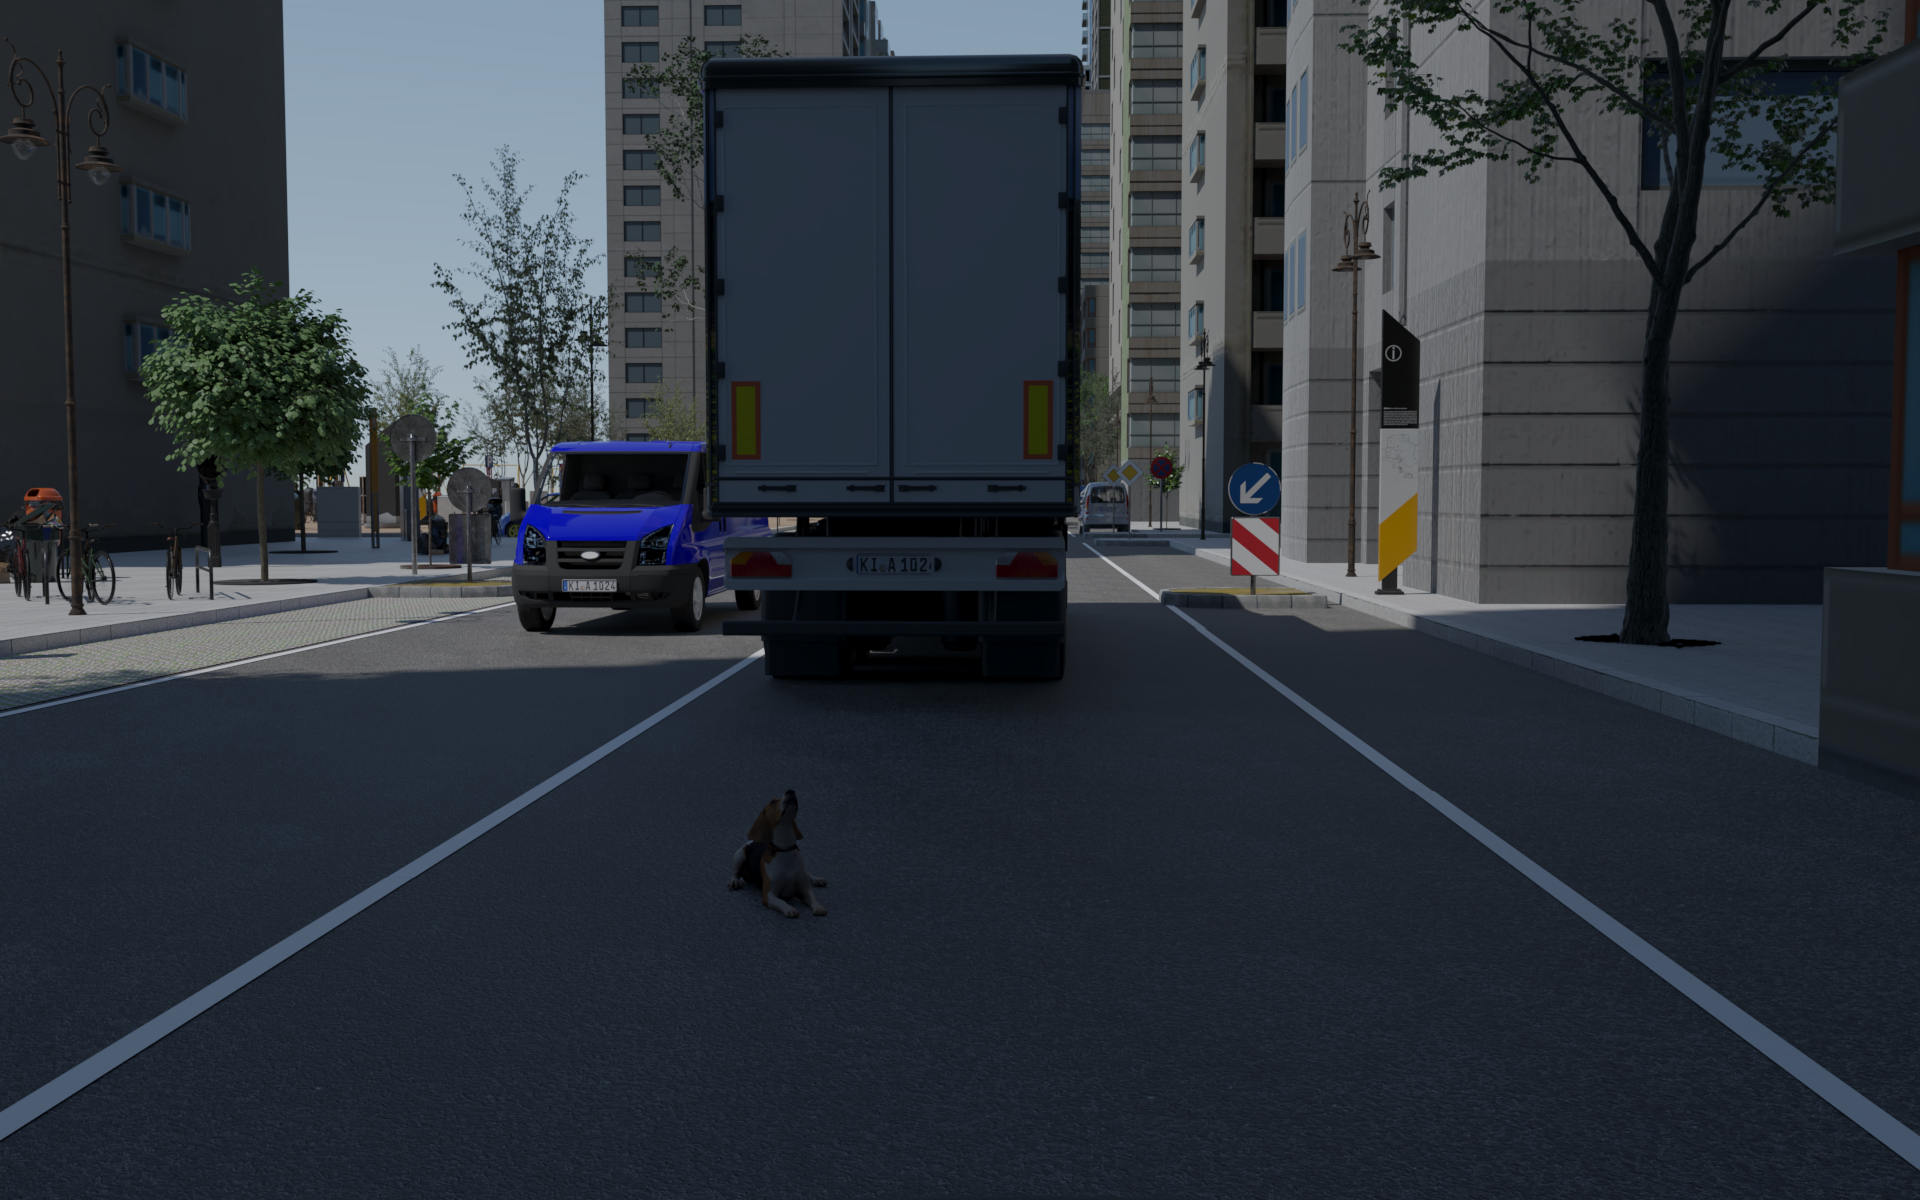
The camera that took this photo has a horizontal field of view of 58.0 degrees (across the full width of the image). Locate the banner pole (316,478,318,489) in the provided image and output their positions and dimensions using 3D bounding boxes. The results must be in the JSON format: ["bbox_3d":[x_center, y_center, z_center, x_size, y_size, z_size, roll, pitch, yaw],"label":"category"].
[{"bbox_3d":[-46.990,-8.403,127.410,0.863,3.779,0.401,0,4,4],"label":"banner pole"}]

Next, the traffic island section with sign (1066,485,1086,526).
[{"bbox_3d":[5.484,-4.346,79.686,1.989,1.847,2.006,0,4,2],"label":"traffic island section with sign"}]

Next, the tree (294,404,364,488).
[{"bbox_3d":[-27.909,-7.367,70.815,4.737,8.622,4.395,0,3,0],"label":"tree"}]

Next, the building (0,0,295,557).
[{"bbox_3d":[-28.888,-25.173,35.276,21.600,48.544,21.300,0,4,2],"label":"building"}]

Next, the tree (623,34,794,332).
[{"bbox_3d":[-7.391,-13.081,69.770,12.611,20.169,13.585,0,3,0],"label":"tree"}]

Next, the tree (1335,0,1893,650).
[{"bbox_3d":[6.015,-5.423,14.427,9.928,11.665,9.643,0,3,0],"label":"tree"}]

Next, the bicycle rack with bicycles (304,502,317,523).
[{"bbox_3d":[-28.939,-3.895,77.063,2.925,0.926,2.852,2,4,34],"label":"bicycle rack with bicycles"}]

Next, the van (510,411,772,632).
[{"bbox_3d":[-3.524,-0.945,19.830,2.240,2.365,5.245,0,4,4],"label":"van"}]

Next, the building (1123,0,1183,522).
[{"bbox_3d":[14.981,-24.575,85.402,14.154,41.232,14.086,0,4,2],"label":"building"}]

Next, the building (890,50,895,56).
[{"bbox_3d":[-15.491,-34.896,194.254,21.300,48.544,21.600,0,4,2],"label":"building"}]

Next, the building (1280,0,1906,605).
[{"bbox_3d":[16.985,-29.971,32.033,21.231,58.520,28.212,0,4,2],"label":"building"}]

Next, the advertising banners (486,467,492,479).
[{"bbox_3d":[-28.807,-6.850,108.181,2.074,3.025,0.090,2,4,27],"label":"advertising banners"}]

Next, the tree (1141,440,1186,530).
[{"bbox_3d":[7.327,-4.149,62.442,1.663,3.219,1.824,0,3,0],"label":"tree"}]

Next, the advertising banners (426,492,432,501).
[{"bbox_3d":[-27.690,-5.713,89.594,0.090,3.025,2.074,0,4,1],"label":"advertising banners"}]

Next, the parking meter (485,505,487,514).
[{"bbox_3d":[-27.684,-5.701,101.622,0.372,1.533,0.369,0,3,0],"label":"parking meter"}]

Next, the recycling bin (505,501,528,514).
[{"bbox_3d":[-15.806,-3.011,61.779,0.722,1.027,0.722,0,4,-5],"label":"recycling bin"}]

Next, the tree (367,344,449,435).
[{"bbox_3d":[-27.026,-8.182,84.131,4.737,8.622,4.395,0,3,0],"label":"tree"}]

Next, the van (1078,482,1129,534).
[{"bbox_3d":[5.097,-3.324,61.358,2.013,2.044,4.112,0,4,1],"label":"van"}]

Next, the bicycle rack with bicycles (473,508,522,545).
[{"bbox_3d":[-11.319,-1.825,43.220,2.852,0.926,2.925,0,4,5],"label":"bicycle rack with bicycles"}]

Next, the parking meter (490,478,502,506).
[{"bbox_3d":[-17.059,-3.547,63.709,0.399,1.863,0.255,0,4,7],"label":"parking meter"}]

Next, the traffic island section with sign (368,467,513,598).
[{"bbox_3d":[-7.119,-0.981,24.674,1.989,1.847,2.006,0,4,2],"label":"traffic island section with sign"}]

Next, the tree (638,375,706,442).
[{"bbox_3d":[-17.943,-9.658,108.273,4.737,8.622,4.395,0,3,0],"label":"tree"}]

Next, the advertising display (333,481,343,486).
[{"bbox_3d":[-30.083,-4.804,83.759,0.123,1.923,0.974,0,4,2],"label":"advertising display"}]

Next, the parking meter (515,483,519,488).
[{"bbox_3d":[-22.681,-5.060,88.447,0.255,1.863,0.399,1,4,8],"label":"parking meter"}]

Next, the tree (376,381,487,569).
[{"bbox_3d":[-9.290,-2.159,29.907,1.663,3.219,1.824,0,3,0],"label":"tree"}]

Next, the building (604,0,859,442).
[{"bbox_3d":[-16.632,-43.049,142.108,20.563,71.187,20.611,0,4,2],"label":"building"}]

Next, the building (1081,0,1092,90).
[{"bbox_3d":[25.379,-57.447,251.933,22.319,86.520,31.000,0,4,2],"label":"building"}]

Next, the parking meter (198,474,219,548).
[{"bbox_3d":[-17.476,-2.114,40.273,0.399,1.863,0.255,-3,4,-37],"label":"parking meter"}]

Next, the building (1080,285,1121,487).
[{"bbox_3d":[24.605,-19.107,157.439,27.650,21.520,28.899,0,4,2],"label":"building"}]

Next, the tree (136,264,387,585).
[{"bbox_3d":[-10.069,-2.522,24.953,4.285,4.588,4.351,0,3,0],"label":"tree"}]

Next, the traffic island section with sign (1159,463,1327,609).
[{"bbox_3d":[3.639,-0.857,22.643,1.989,1.847,2.006,0,4,2],"label":"traffic island section with sign"}]

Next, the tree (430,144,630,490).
[{"bbox_3d":[-8.994,-5.277,36.643,4.360,8.622,3.978,0,3,0],"label":"tree"}]

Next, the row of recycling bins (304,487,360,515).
[{"bbox_3d":[-37.954,-5.982,104.917,3.534,1.692,1.069,-2,4,-30],"label":"row of recycling bins"}]

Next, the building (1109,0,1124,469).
[{"bbox_3d":[24.267,-32.274,116.918,28.713,52.752,27.495,0,4,2],"label":"building"}]

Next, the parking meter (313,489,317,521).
[{"bbox_3d":[-30.121,-4.450,81.173,0.372,1.533,0.369,0,3,0],"label":"parking meter"}]

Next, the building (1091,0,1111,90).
[{"bbox_3d":[23.167,-46.270,194.764,20.563,71.187,20.611,0,4,2],"label":"building"}]

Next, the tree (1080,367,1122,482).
[{"bbox_3d":[8.308,-9.120,99.480,4.360,8.622,3.978,0,3,0],"label":"tree"}]

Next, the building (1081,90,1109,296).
[{"bbox_3d":[19.117,-30.268,178.477,14.154,41.232,14.086,0,4,2],"label":"building"}]

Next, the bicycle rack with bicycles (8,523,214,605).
[{"bbox_3d":[-10.295,-0.471,21.087,2.852,0.926,2.925,-2,4,-28],"label":"bicycle rack with bicycles"}]

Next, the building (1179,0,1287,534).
[{"bbox_3d":[19.371,-26.996,65.080,21.600,48.544,21.300,0,4,2],"label":"building"}]

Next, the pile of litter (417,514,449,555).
[{"bbox_3d":[-10.922,-1.408,36.987,1.176,0.858,1.719,3,5,39],"label":"pile of litter"}]

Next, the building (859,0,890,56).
[{"bbox_3d":[-17.452,-33.560,168.309,23.786,49.044,30.456,0,4,2],"label":"building"}]
